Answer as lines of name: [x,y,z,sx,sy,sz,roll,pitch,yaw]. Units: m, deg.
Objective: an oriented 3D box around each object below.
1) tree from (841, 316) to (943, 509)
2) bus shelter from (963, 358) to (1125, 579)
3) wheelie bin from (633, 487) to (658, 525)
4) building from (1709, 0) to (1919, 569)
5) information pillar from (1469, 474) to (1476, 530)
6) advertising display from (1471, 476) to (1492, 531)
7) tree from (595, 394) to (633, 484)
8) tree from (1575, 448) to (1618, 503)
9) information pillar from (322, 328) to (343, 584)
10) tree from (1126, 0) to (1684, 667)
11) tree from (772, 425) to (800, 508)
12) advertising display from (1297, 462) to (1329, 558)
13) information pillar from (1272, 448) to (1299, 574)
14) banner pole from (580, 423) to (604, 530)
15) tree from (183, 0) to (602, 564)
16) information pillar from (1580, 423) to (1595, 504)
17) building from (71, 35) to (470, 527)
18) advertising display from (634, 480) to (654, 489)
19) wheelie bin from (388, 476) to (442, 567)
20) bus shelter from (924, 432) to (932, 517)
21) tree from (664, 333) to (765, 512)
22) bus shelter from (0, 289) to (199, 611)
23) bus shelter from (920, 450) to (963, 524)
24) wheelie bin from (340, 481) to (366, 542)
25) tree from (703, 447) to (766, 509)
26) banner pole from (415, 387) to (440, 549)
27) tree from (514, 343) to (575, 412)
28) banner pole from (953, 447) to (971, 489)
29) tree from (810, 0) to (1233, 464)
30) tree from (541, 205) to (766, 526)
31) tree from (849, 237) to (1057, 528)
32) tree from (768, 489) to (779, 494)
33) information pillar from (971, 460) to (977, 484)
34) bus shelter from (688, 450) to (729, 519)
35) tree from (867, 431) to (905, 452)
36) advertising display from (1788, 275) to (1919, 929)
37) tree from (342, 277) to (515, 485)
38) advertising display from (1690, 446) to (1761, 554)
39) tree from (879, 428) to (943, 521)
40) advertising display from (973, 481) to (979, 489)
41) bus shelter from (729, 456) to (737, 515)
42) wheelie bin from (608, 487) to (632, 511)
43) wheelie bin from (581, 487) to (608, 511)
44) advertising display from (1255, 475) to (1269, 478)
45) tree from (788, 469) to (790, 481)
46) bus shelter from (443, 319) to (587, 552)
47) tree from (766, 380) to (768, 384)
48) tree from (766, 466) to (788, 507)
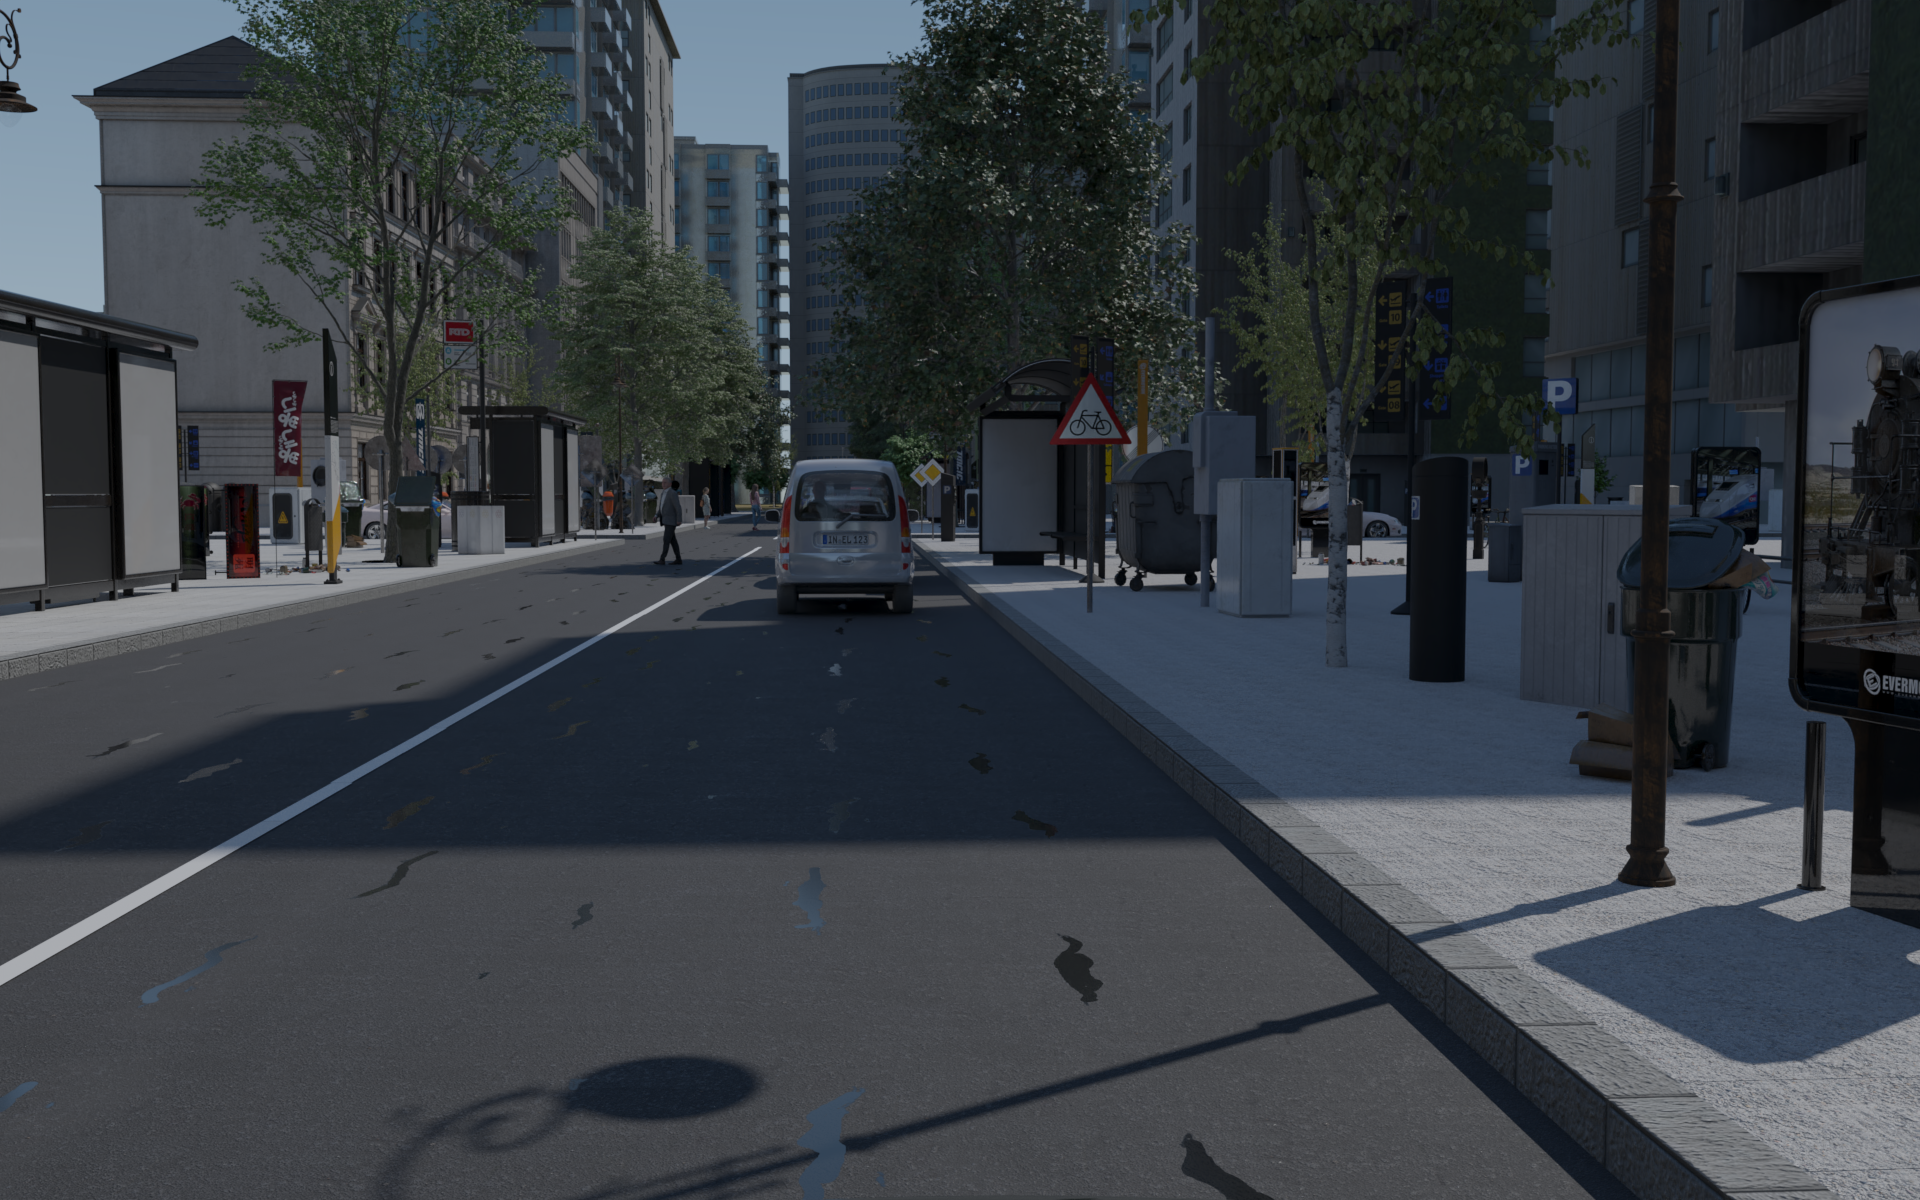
tree: [-3.451,-12.332,108.287,9.857,13.997,8.962,0,3,0]
bus shelter: [1.280,-2.117,28.539,2.014,3.302,5.546,0,4,-4]
wheelie bin: [-13.622,-4.140,75.603,0.980,1.594,0.693,3,4,36]
building: [19.674,-15.578,26.404,14.160,30.474,14.107,0,4,-3]
information pillar: [18.473,-3.523,62.090,0.304,2.012,0.304,0,4,-2]
advertising display: [18.256,-3.392,60.673,0.123,1.923,0.974,-1,4,-20]
tree: [-22.483,-9.927,112.674,4.360,8.622,3.978,0,3,0]
tree: [26.432,-4.716,71.705,1.663,3.219,1.824,0,3,0]
information pillar: [-8.967,-2.041,24.726,0.183,3.616,0.504,0,4,-7]
tree: [2.875,-3.795,12.408,4.737,8.622,4.395,0,3,0]
tree: [-17.391,-13.050,163.735,4.737,8.622,4.395,0,3,0]
advertising display: [7.301,-1.826,35.067,0.974,1.923,0.123,-1,4,-11]
information pillar: [5.197,-1.420,27.707,0.304,2.012,0.304,-1,4,-21]
banner pole: [-13.003,-4.350,61.140,0.863,3.779,0.401,1,4,9]
tree: [-10.437,-6.494,31.934,9.928,11.665,9.643,0,3,0]
information pillar: [20.786,-4.036,57.338,0.504,3.616,0.183,-1,4,-17]
building: [-28.727,-12.895,75.453,10.561,19.102,19.286,0,4,-3]
advertising display: [-14.025,-4.375,76.749,0.974,1.923,0.123,-2,4,-31]
wheelie bin: [-9.557,-1.379,30.459,0.980,1.594,0.693,0,4,-1]
bus shelter: [-1.952,-7.193,95.235,2.179,5.291,8.768,0,4,-3]
tree: [-16.244,-12.566,122.455,9.611,12.733,9.660,0,3,0]
bus shelter: [-10.792,-2.486,18.280,2.179,5.291,8.768,0,4,-3]
bus shelter: [-0.597,-4.892,73.912,2.014,3.302,5.546,0,4,-3]
wheelie bin: [-15.193,-2.129,42.723,0.693,1.594,0.980,3,5,42]
tree: [-15.748,-7.868,112.350,4.285,4.588,4.351,0,3,0]
banner pole: [-12.413,-3.066,40.152,0.401,3.779,0.863,1,4,9]
tree: [-20.775,-8.133,83.333,4.737,8.622,4.395,0,3,0]
banner pole: [0.135,-4.332,60.840,0.863,3.779,0.401,-1,4,-19]
tree: [1.118,-7.366,37.440,9.611,12.733,9.660,0,3,0]
tree: [-13.246,-9.229,69.028,7.486,12.596,7.792,0,3,0]
tree: [-0.159,-8.612,66.569,9.928,11.665,9.643,0,3,0]
tree: [-19.426,-11.335,179.927,1.663,3.219,1.824,0,3,0]
information pillar: [0.920,-7.769,118.371,0.504,3.616,0.183,0,4,1]
bus shelter: [-13.689,-6.226,93.079,1.731,3.624,6.357,0,4,-4]
tree: [-6.087,-12.340,152.124,4.360,8.622,3.978,0,3,0]
advertising display: [2.855,0.003,5.165,0.123,1.923,0.974,-1,4,-12]
tree: [-18.070,-6.542,57.324,4.737,8.622,4.395,0,3,0]
advertising display: [10.413,-1.124,23.588,0.974,1.923,0.123,-1,4,-9]
tree: [-2.288,-6.098,83.411,4.285,4.588,4.351,0,3,0]
advertising display: [0.913,-4.983,86.684,0.123,1.923,0.974,-1,4,-22]
bus shelter: [-14.639,-6.972,105.274,1.731,3.624,6.357,0,4,-3]
wheelie bin: [-18.035,-5.136,91.886,0.693,1.594,0.980,3,5,43]
wheelie bin: [-14.474,-3.679,68.060,0.693,1.594,0.980,1,4,16]
advertising display: [10.161,-3.335,59.738,0.974,1.923,0.123,2,4,26]
tree: [-18.161,-11.424,170.494,4.285,4.588,4.351,0,3,0]
bus shelter: [-10.942,-3.974,42.600,2.179,5.291,8.768,0,4,-3]
tree: [-12.910,-10.139,83.900,7.486,12.596,7.792,0,3,0]
tree: [-17.971,-10.309,152.262,4.285,4.588,4.351,0,3,0]
